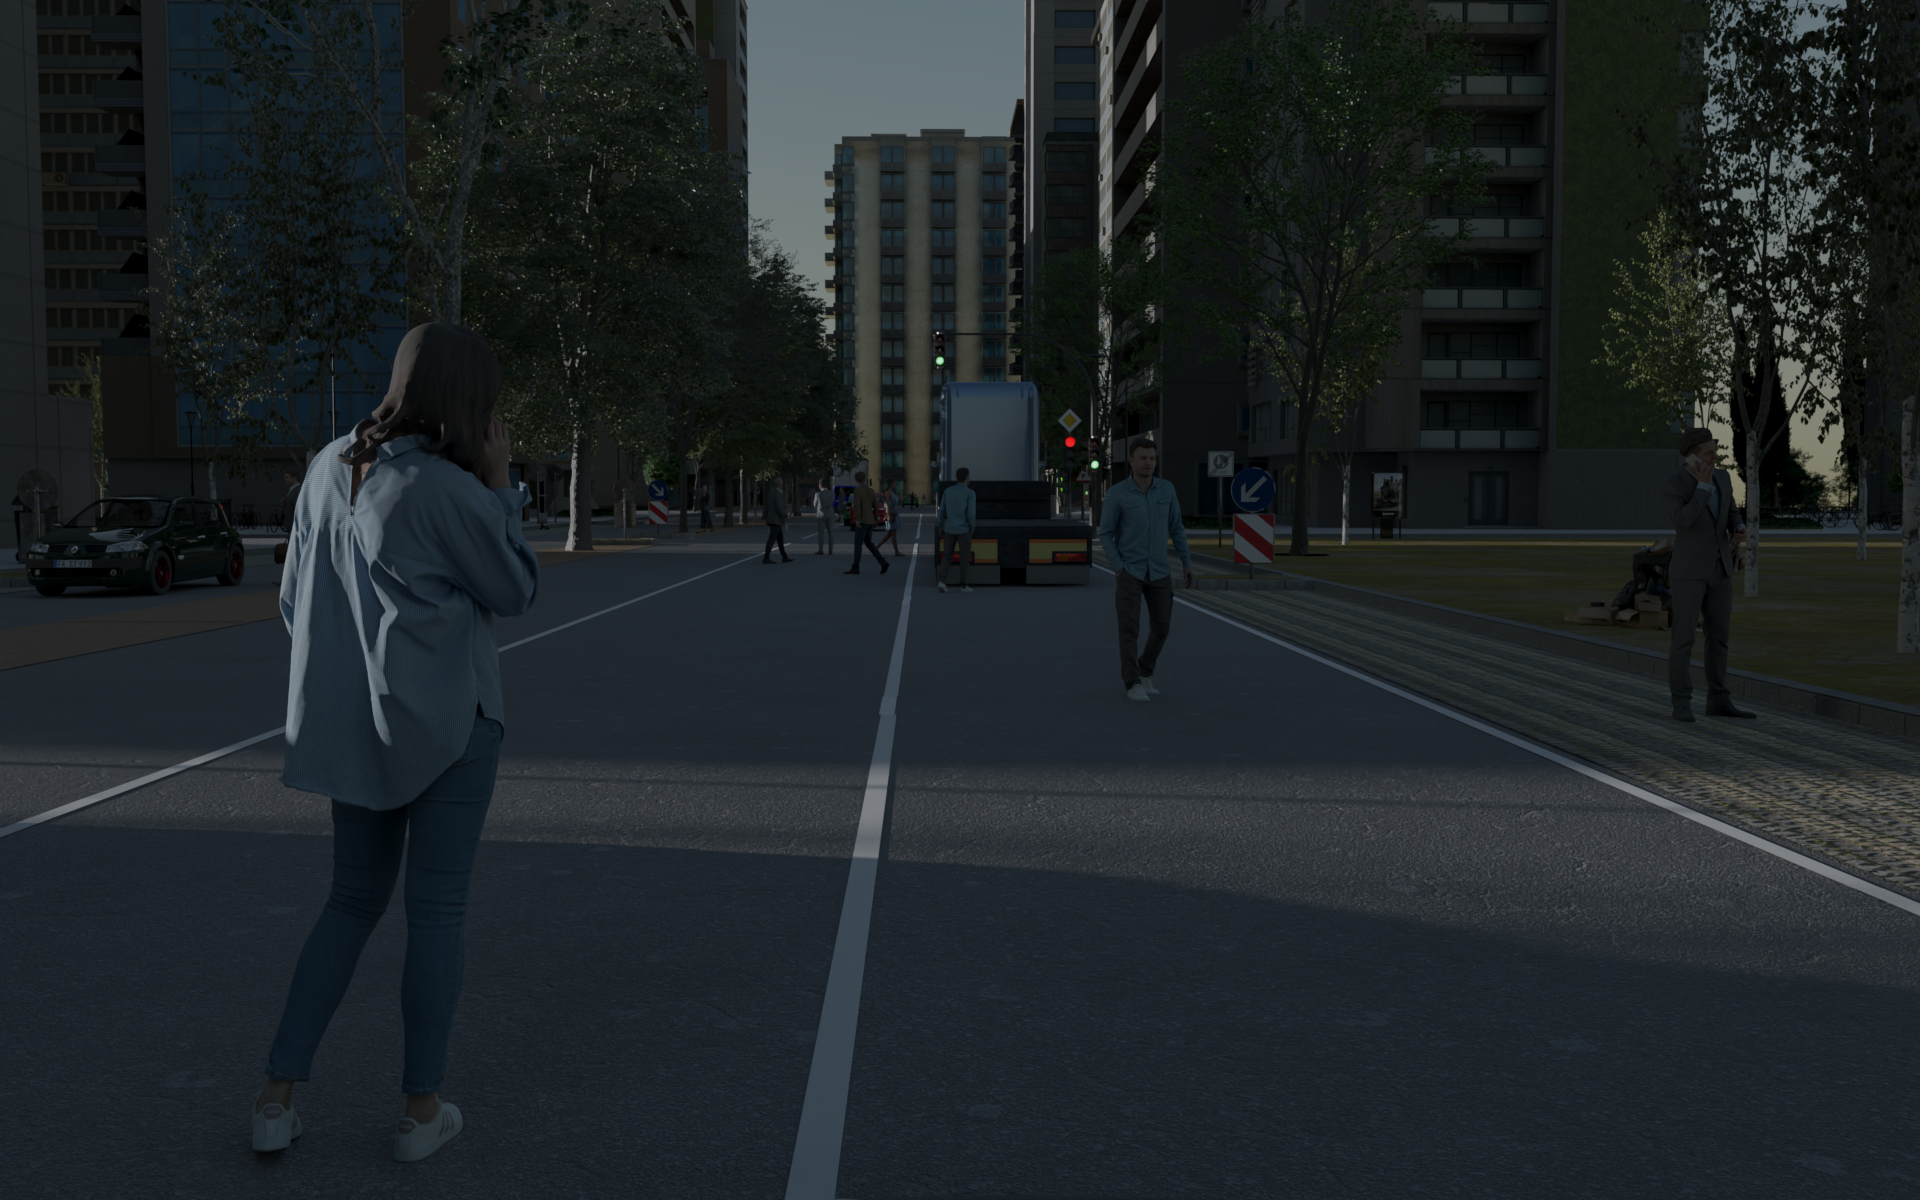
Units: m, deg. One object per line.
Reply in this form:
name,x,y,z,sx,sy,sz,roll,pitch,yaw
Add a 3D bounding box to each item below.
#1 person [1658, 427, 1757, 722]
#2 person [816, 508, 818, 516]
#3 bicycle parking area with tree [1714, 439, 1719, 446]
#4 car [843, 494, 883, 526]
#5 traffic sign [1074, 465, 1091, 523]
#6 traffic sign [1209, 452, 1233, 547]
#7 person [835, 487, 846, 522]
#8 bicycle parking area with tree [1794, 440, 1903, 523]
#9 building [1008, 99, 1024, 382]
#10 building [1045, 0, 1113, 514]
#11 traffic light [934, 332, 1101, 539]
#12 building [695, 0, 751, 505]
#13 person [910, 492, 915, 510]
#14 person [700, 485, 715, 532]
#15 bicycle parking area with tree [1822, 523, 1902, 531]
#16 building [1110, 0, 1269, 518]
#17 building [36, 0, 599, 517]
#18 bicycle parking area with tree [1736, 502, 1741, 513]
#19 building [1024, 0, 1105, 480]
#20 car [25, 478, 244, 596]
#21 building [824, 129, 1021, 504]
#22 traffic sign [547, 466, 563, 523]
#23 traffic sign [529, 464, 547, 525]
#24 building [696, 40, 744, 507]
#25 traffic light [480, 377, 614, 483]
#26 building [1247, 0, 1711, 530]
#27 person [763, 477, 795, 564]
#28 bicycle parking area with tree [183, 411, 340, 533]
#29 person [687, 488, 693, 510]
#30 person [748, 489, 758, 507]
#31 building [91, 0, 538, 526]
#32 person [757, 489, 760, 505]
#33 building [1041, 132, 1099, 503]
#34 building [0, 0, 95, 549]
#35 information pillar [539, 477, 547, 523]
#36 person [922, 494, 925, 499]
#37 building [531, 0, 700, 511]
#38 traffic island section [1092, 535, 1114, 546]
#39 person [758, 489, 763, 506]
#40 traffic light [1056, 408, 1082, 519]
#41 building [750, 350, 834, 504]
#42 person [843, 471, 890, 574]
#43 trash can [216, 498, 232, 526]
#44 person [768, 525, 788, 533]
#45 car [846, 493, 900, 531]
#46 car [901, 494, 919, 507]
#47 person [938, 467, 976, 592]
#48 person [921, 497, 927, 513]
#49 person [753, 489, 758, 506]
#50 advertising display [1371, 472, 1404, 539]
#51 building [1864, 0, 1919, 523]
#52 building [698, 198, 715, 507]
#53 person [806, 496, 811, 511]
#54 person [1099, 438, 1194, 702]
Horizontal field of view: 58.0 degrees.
person,4.736,-0.159,10.905,0.655,1.846,0.447,-1,4,-21
person,-6.856,-4.763,86.861,0.782,1.767,0.515,2,4,24
bicycle parking area with tree,39.320,-6.939,100.448,8.231,4.147,9.016,1,4,21
car,-4.387,-4.296,79.038,1.959,1.807,4.718,0,4,-2
traffic sign,5.447,-4.665,76.273,0.884,2.594,0.081,0,4,8
traffic sign,6.275,-2.422,41.732,0.606,2.300,0.079,0,4,5
person,-6.066,-4.889,88.544,0.767,1.812,0.694,-1,4,-14
bicycle parking area with tree,47.977,-6.368,91.112,8.231,4.147,9.016,-1,4,-23
building,16.610,-32.782,190.602,22.147,44.769,28.867,0,4,-1
building,22.451,-26.192,120.114,32.217,40.220,23.993,0,4,-1
traffic light,1.652,-4.533,48.781,4.771,5.953,1.251,0,4,-1
building,-37.982,-39.793,192.615,28.212,58.520,21.231,0,4,-1
person,-4.203,-8.770,153.352,0.415,1.643,0.593,0,4,0
person,-9.513,-3.423,64.882,0.576,1.772,0.534,2,4,28
bicycle parking area with tree,35.575,-4.651,63.052,9.016,4.147,8.231,1,4,21
building,19.167,-28.165,84.201,21.300,48.544,21.600,0,4,-1
building,-38.917,-25.055,101.529,32.217,40.220,23.993,0,4,-1
bicycle parking area with tree,48.167,-7.566,110.706,8.231,4.147,9.016,2,4,30
building,16.470,-37.901,161.687,21.231,58.520,28.212,0,4,-1
car,-12.129,-0.971,25.665,2.009,1.686,4.222,0,4,-1
building,-2.391,-37.327,229.897,30.456,49.044,23.786,0,4,-1
traffic sign,-18.163,-4.746,77.695,0.768,2.556,0.104,0,4,6
traffic sign,-17.778,-4.453,72.912,0.768,2.556,0.104,0,3,0
building,-29.565,-32.141,175.618,14.600,45.320,14.200,0,4,-1
traffic light,-13.588,-5.012,56.619,4.771,5.953,1.251,0,4,-1
building,19.454,-23.494,67.719,14.086,41.232,14.154,0,4,-1
person,-3.721,-1.643,35.757,0.834,1.777,0.661,-3,4,-36
bicycle parking area with tree,-24.143,-4.481,60.264,8.231,4.147,9.016,1,4,19
person,-21.794,-8.136,139.521,0.568,1.767,0.683,1,4,21
person,-20.080,-9.857,167.730,1.217,1.766,0.721,-1,4,-15
building,-26.980,-25.960,74.564,14.600,45.320,14.200,0,4,-1
person,-22.705,-11.521,194.272,0.599,1.838,0.709,2,4,34
building,13.491,-22.609,141.358,14.160,30.474,14.107,0,4,-1
building,-32.515,-36.338,32.374,20.611,71.187,20.563,0,4,-1
information pillar,-18.201,-4.347,75.570,0.304,2.012,0.304,0,4,3
person,-4.331,-11.903,206.348,0.421,1.427,0.697,0,4,-3
building,-33.682,-31.743,142.699,21.300,48.544,21.600,0,4,-1
traffic island section,3.782,-1.639,49.080,2.009,0.180,2.903,0,4,-1
person,-21.706,-11.218,189.087,1.348,1.869,0.705,3,5,40
traffic light,3.579,-4.161,56.948,0.839,4.253,0.868,0,4,-1
building,-32.094,-23.648,231.680,28.899,21.520,27.650,0,4,-1
person,-1.673,-1.381,30.982,0.836,1.842,0.656,0,4,2
trash can,-23.889,-2.714,56.023,0.748,1.137,0.748,0,3,0
person,-6.688,-3.323,63.589,0.760,1.731,0.466,0,4,4
car,-3.428,-3.623,68.270,2.155,1.783,4.494,0,4,-3
car,-5.353,-10.861,186.368,1.959,1.807,4.718,0,4,-2
person,-0.072,-1.024,25.255,0.660,1.820,0.620,2,4,27
person,-2.683,-7.009,128.108,0.505,1.210,0.382,1,4,15
person,-21.595,-10.781,181.937,0.705,1.869,1.348,-2,4,-34
advertising display,12.286,-2.729,49.830,0.974,1.923,0.123,-1,4,-15
building,55.711,-32.274,69.677,28.212,58.520,21.231,0,4,-1
building,-30.853,-23.831,161.343,14.160,30.474,14.107,0,4,-1
person,-12.886,-8.358,148.346,0.799,1.438,0.628,2,4,25
person,1.285,-0.225,12.200,0.660,1.820,0.620,-1,4,-21
